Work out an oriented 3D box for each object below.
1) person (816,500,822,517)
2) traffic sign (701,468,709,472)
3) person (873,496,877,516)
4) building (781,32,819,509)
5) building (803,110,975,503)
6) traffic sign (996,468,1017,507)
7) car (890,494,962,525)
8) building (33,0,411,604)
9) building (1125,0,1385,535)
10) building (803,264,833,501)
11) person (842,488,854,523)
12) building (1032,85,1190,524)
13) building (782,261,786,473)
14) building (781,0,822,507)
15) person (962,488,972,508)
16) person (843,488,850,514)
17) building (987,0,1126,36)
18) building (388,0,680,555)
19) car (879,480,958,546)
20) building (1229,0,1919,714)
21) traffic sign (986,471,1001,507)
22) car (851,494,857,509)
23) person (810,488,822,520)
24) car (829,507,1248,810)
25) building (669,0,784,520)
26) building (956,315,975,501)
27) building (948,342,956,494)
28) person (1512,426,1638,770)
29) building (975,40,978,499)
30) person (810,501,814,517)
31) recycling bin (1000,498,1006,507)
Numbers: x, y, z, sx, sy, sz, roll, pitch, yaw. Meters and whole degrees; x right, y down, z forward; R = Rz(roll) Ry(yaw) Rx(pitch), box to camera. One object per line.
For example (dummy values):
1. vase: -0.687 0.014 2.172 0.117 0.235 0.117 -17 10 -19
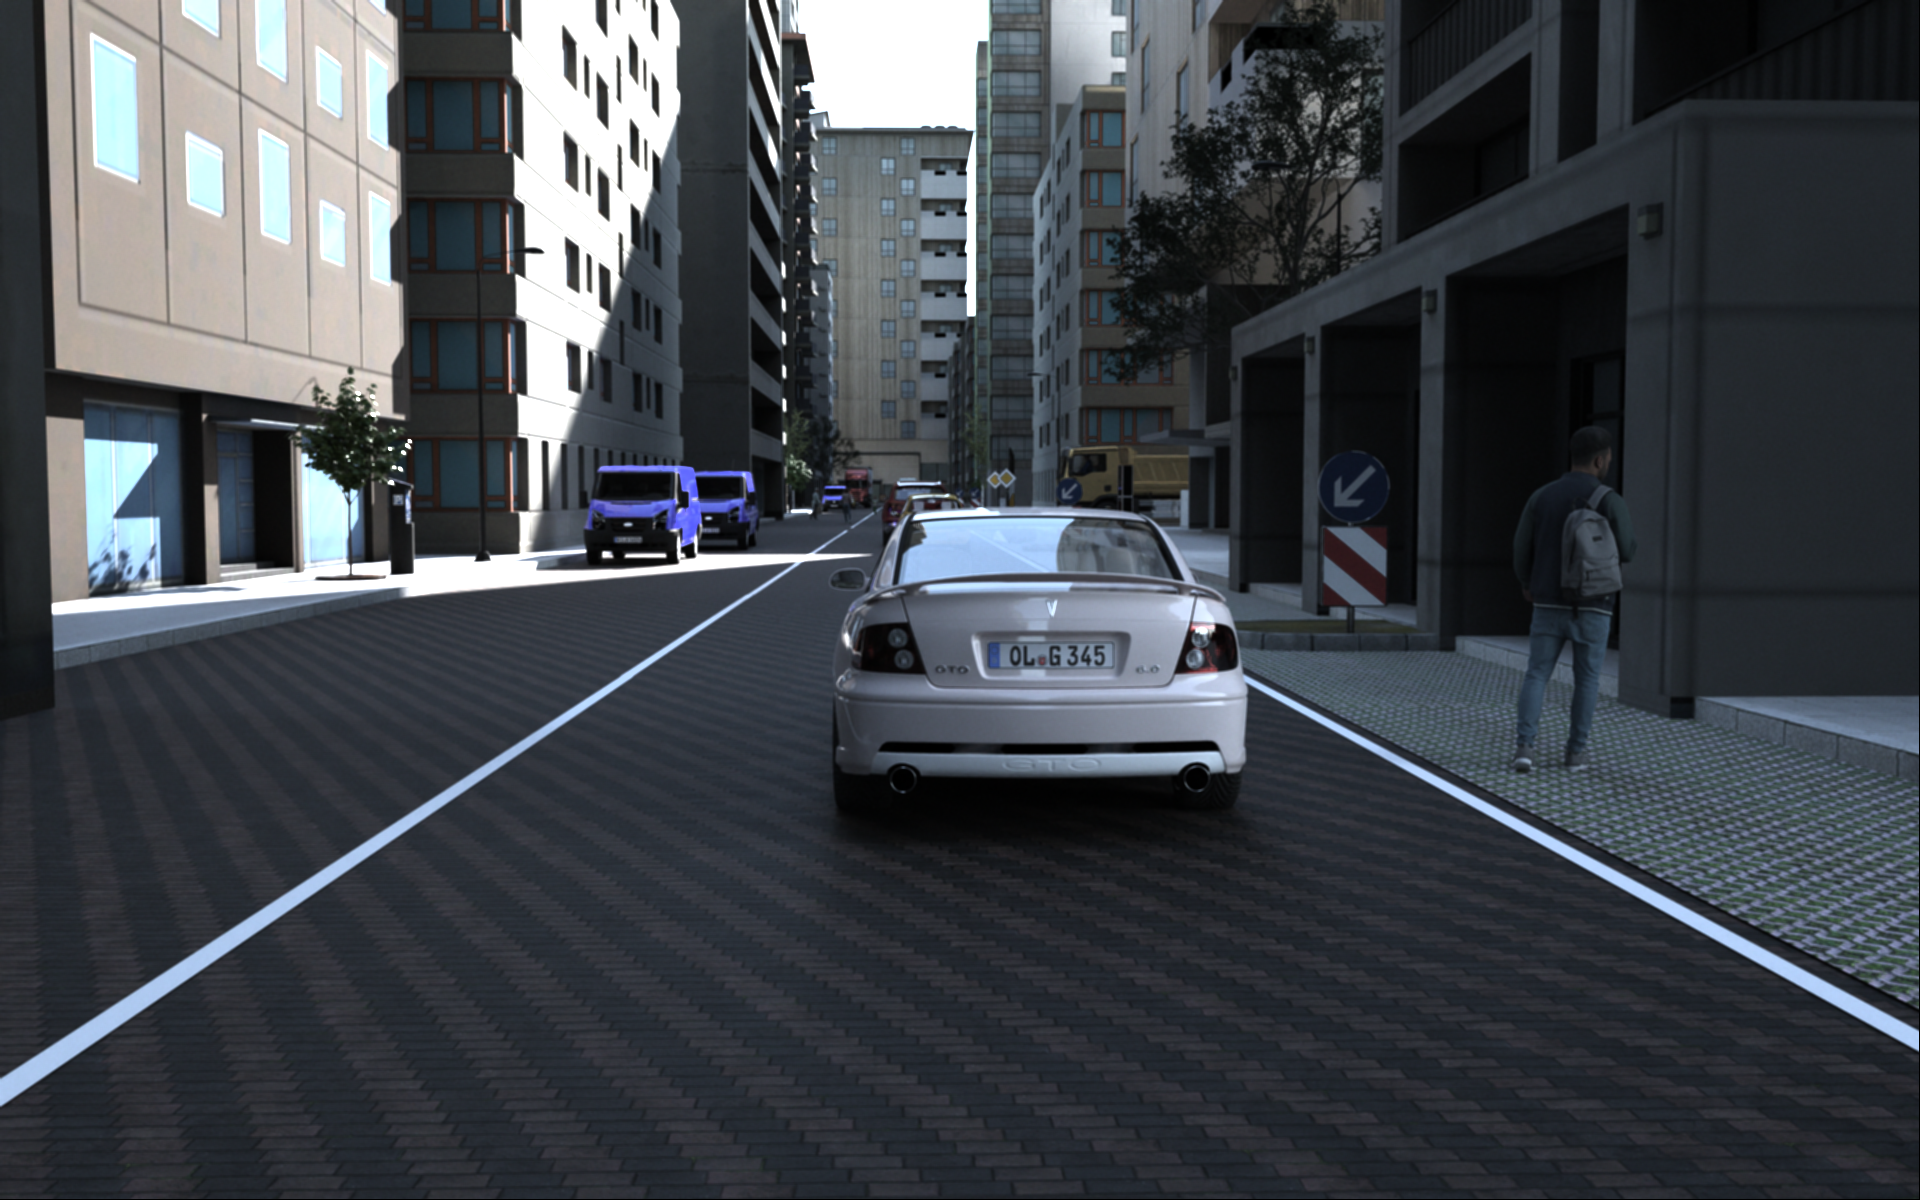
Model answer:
1. person: -9.017 -5.939 110.623 0.505 1.210 0.382 1 4 15
2. traffic sign: -9.709 -3.819 66.088 0.795 2.450 0.064 0 4 -2
3. person: -5.607 -6.223 114.502 0.306 1.304 0.590 1 4 11
4. building: -24.800 -31.068 162.580 22.147 44.769 28.867 0 4 -2
5. building: -10.087 -40.199 246.498 27.495 52.752 28.713 0 4 -2
6. traffic sign: 1.779 -3.841 66.450 0.795 2.450 0.064 0 4 -2
7. car: -0.687 -1.957 42.227 2.015 1.641 3.980 0 4 -3
8. building: -17.378 -22.945 25.257 14.600 45.320 14.200 0 4 -2
9. building: 19.888 -28.204 50.371 28.713 52.752 27.495 0 4 -2
10. building: -23.047 -27.281 217.751 14.107 30.474 14.160 0 4 -2
11. person: -5.536 -4.661 85.299 0.593 1.750 0.643 0 4 1
12. building: 19.140 -14.845 87.748 28.899 21.520 27.650 0 4 -2
13. building: -26.580 -16.610 116.607 27.650 21.520 28.899 0 4 -2
14. building: -25.482 -45.763 186.471 20.563 71.187 20.611 0 4 -2
15. person: 0.397 -5.060 91.777 0.519 1.759 0.362 1 4 18
16. person: -8.208 -7.201 126.035 0.655 1.846 0.447 3 4 39
17. building: 8.748 -26.421 115.578 14.154 41.232 14.086 0 4 -2
18. building: -24.231 -12.497 49.371 28.899 21.520 27.650 0 4 -2
19. car: -1.177 -2.491 49.398 2.281 1.827 5.304 0 4 -2
20. building: 14.536 -35.192 13.639 20.563 71.187 20.611 0 4 -2
21. traffic sign: 1.513 -4.330 74.431 0.795 2.450 0.064 0 4 -2
22. car: -10.830 -9.478 165.186 2.015 1.641 3.980 0 4 -2
23. person: -8.056 -5.380 96.941 0.515 1.767 0.782 -2 4 -29
24. car: 0.316 0.190 9.255 2.083 1.381 4.827 0 4 -1
25. building: -19.970 -28.079 82.796 21.300 48.544 21.600 0 4 -2
26. building: 14.143 -20.641 182.516 27.650 21.520 28.899 0 4 -2
27. building: 12.684 -22.437 211.892 27.650 21.520 28.899 0 4 -2
28. person: 3.158 -0.005 8.927 0.623 1.781 0.721 2 4 24
29. building: 8.307 -29.154 160.256 14.154 41.232 14.086 0 4 -2
30. person: -9.136 -5.799 108.336 0.505 1.210 0.382 -3 5 -42
31. recycling bin: 2.760 -5.889 108.844 0.722 1.027 0.722 0 4 -7
